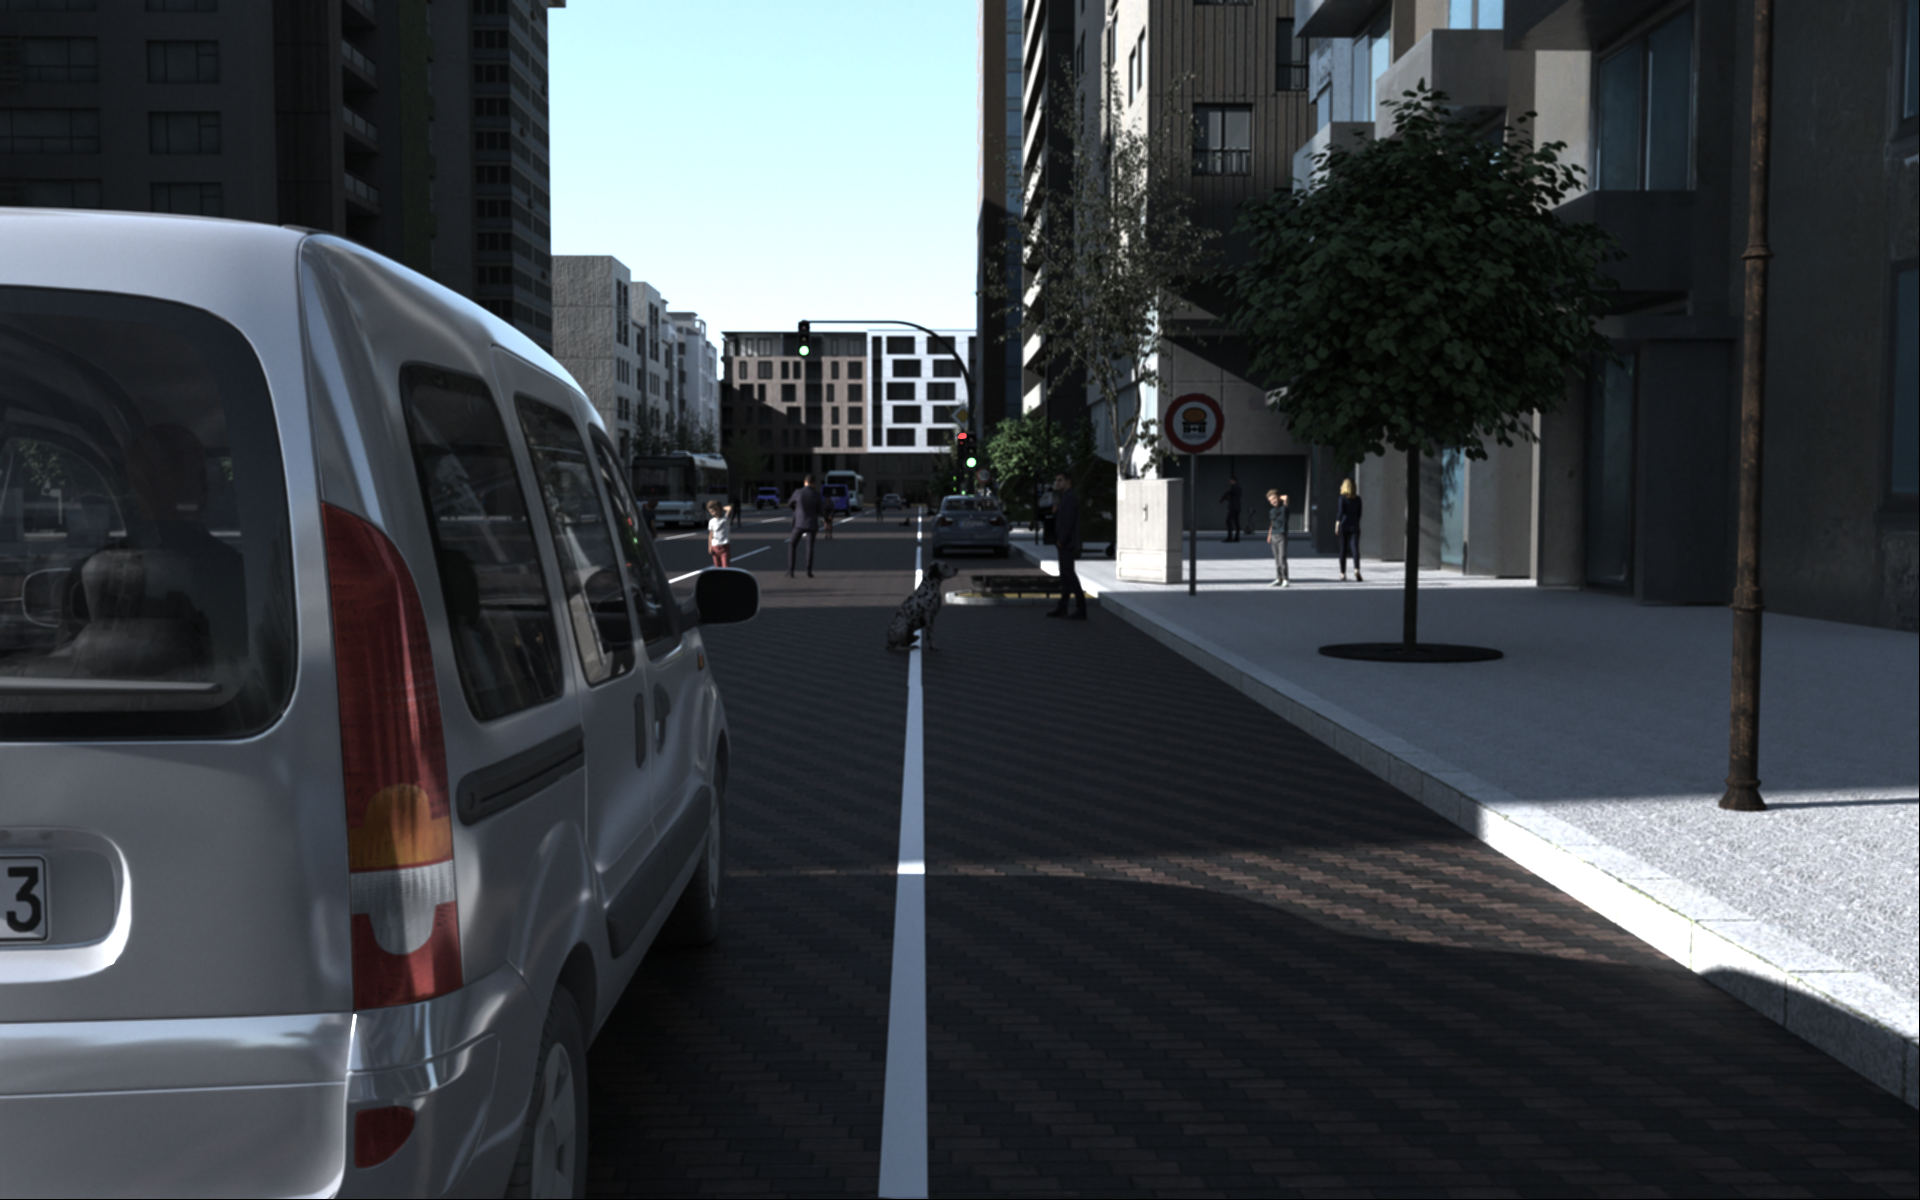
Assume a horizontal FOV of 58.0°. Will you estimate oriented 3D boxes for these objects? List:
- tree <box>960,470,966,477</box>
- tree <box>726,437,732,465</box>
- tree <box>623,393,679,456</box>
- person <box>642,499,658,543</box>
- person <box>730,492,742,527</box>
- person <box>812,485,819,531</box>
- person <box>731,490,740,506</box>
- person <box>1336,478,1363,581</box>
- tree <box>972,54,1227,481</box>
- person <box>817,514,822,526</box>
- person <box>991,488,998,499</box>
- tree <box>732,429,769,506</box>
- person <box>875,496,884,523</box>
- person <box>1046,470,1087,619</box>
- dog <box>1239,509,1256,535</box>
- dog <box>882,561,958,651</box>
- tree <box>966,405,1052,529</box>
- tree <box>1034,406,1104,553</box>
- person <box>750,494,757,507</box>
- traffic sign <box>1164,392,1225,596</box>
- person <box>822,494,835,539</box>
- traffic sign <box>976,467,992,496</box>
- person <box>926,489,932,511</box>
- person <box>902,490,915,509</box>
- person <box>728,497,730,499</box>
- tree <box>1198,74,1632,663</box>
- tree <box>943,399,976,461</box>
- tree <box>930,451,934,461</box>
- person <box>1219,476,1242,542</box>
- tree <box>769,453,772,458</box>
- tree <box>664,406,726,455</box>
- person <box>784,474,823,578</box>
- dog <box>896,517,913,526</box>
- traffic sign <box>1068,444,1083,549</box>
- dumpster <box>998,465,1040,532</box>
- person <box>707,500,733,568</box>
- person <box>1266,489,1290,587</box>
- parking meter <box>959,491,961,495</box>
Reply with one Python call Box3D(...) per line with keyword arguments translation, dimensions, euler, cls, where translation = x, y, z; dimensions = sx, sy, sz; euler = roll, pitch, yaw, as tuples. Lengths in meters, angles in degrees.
Box3D(translation=(2.441, -5.220, 69.063), dimensions=(4.285, 4.588, 4.351), euler=(0, 3, 0), cls="tree")
Box3D(translation=(-24.225, -13.096, 164.489), dimensions=(4.737, 8.622, 4.395), euler=(0, 3, 0), cls="tree")
Box3D(translation=(-22.638, -10.750, 126.126), dimensions=(4.360, 8.622, 3.978), euler=(0, 3, 0), cls="tree")
Box3D(translation=(-5.982, -1.279, 33.315), dimensions=(0.435, 1.345, 0.340), euler=(2, 4, 24), cls="person")
Box3D(translation=(-9.812, -3.957, 75.731), dimensions=(0.613, 1.512, 0.480), euler=(1, 4, 13), cls="person")
Box3D(translation=(-5.613, -3.579, 66.883), dimensions=(0.599, 1.838, 0.709), euler=(1, 4, 17), cls="person")
Box3D(translation=(-23.611, -10.747, 182.313), dimensions=(0.990, 1.755, 0.434), euler=(0, 4, 1), cls="person")
Box3D(translation=(5.808, -1.046, 25.689), dimensions=(0.480, 1.512, 0.613), euler=(-2, 4, -27), cls="person")
Box3D(translation=(2.562, -4.795, 28.757), dimensions=(4.360, 8.622, 3.978), euler=(0, 3, 0), cls="tree")
Box3D(translation=(-6.426, -3.627, 78.271), dimensions=(0.381, 0.543, 0.357), euler=(0, 4, -4), cls="person")
Box3D(translation=(1.476, -3.985, 73.413), dimensions=(0.429, 1.552, 0.499), euler=(3, 5, 42), cls="person")
Box3D(translation=(-24.007, -14.754, 191.588), dimensions=(4.737, 8.622, 4.395), euler=(0, 3, 0), cls="tree")
Box3D(translation=(-3.989, -4.496, 85.919), dimensions=(0.435, 1.345, 0.340), euler=(-1, 4, -19), cls="person")
Box3D(translation=(1.229, -0.646, 19.980), dimensions=(0.530, 1.710, 0.541), euler=(1, 4, 13), cls="person")
Box3D(translation=(9.041, -2.466, 54.694), dimensions=(0.800, 0.831, 0.513), euler=(-1, 4, -20), cls="dog")
Box3D(translation=(-0.473, 0.048, 16.048), dimensions=(0.800, 0.831, 0.513), euler=(3, 5, 43), cls="dog")
Box3D(translation=(2.598, -4.908, 63.964), dimensions=(4.285, 4.588, 4.351), euler=(0, 3, 0), cls="tree")
Box3D(translation=(2.742, -2.680, 38.417), dimensions=(1.663, 3.219, 1.824), euler=(0, 3, 0), cls="tree")
Box3D(translation=(-22.063, -10.655, 185.924), dimensions=(0.991, 1.433, 0.599), euler=(1, 4, 17), cls="person")
Box3D(translation=(2.942, -1.328, 21.827), dimensions=(0.768, 2.556, 0.104), euler=(0, 4, 2), cls="traffic sign")
Box3D(translation=(-4.232, -2.690, 55.710), dimensions=(0.421, 1.427, 0.697), euler=(0, 4, -2), cls="person")
Box3D(translation=(1.142, -4.982, 81.557), dimensions=(0.768, 2.556, 0.104), euler=(0, 3, 0), cls="traffic sign")
Box3D(translation=(-1.972, -6.187, 110.218), dimensions=(0.434, 1.755, 0.990), euler=(0, 4, 2), cls="person")
Box3D(translation=(-5.078, -9.882, 170.212), dimensions=(1.348, 1.807, 0.705), euler=(-1, 4, -9), cls="person")
Box3D(translation=(-19.036, -7.944, 139.118), dimensions=(1.217, 1.736, 0.721), euler=(-1, 4, -14), cls="person")
Box3D(translation=(3.518, -1.838, 13.758), dimensions=(4.285, 4.588, 4.351), euler=(0, 3, 0), cls="tree")
Box3D(translation=(0.679, -11.153, 132.715), dimensions=(4.737, 8.622, 4.395), euler=(0, 3, 0), cls="tree")
Box3D(translation=(-0.983, -14.660, 190.056), dimensions=(4.360, 8.622, 3.978), euler=(0, 3, 0), cls="tree")
Box3D(translation=(7.177, -2.422, 46.088), dimensions=(0.568, 1.767, 0.683), euler=(2, 4, 30), cls="person")
Box3D(translation=(-24.194, -15.315, 200.755), dimensions=(4.737, 8.622, 4.395), euler=(0, 3, 0), cls="tree")
Box3D(translation=(-22.955, -11.888, 144.727), dimensions=(4.737, 8.622, 4.395), euler=(0, 3, 0), cls="tree")
Box3D(translation=(-2.705, -1.280, 29.877), dimensions=(0.683, 1.767, 0.568), euler=(0, 4, -7), cls="person")
Box3D(translation=(-2.522, -3.524, 77.817), dimensions=(0.748, 0.427, 0.550), euler=(1, 4, 12), cls="dog")
Box3D(translation=(2.829, -2.466, 40.433), dimensions=(0.768, 2.556, 0.104), euler=(0, 4, 5), cls="traffic sign")
Box3D(translation=(2.091, -3.509, 59.870), dimensions=(1.502, 2.255, 1.985), euler=(0, 4, -1), cls="dumpster")
Box3D(translation=(-3.313, -0.714, 24.088), dimensions=(0.435, 1.345, 0.340), euler=(1, 4, 10), cls="person")
Box3D(translation=(4.439, -0.864, 24.073), dimensions=(0.435, 1.345, 0.340), euler=(3, 5, 44), cls="person")
Box3D(translation=(0.137, -6.682, 117.657), dimensions=(0.372, 1.533, 0.369), euler=(0, 3, 0), cls="parking meter")
